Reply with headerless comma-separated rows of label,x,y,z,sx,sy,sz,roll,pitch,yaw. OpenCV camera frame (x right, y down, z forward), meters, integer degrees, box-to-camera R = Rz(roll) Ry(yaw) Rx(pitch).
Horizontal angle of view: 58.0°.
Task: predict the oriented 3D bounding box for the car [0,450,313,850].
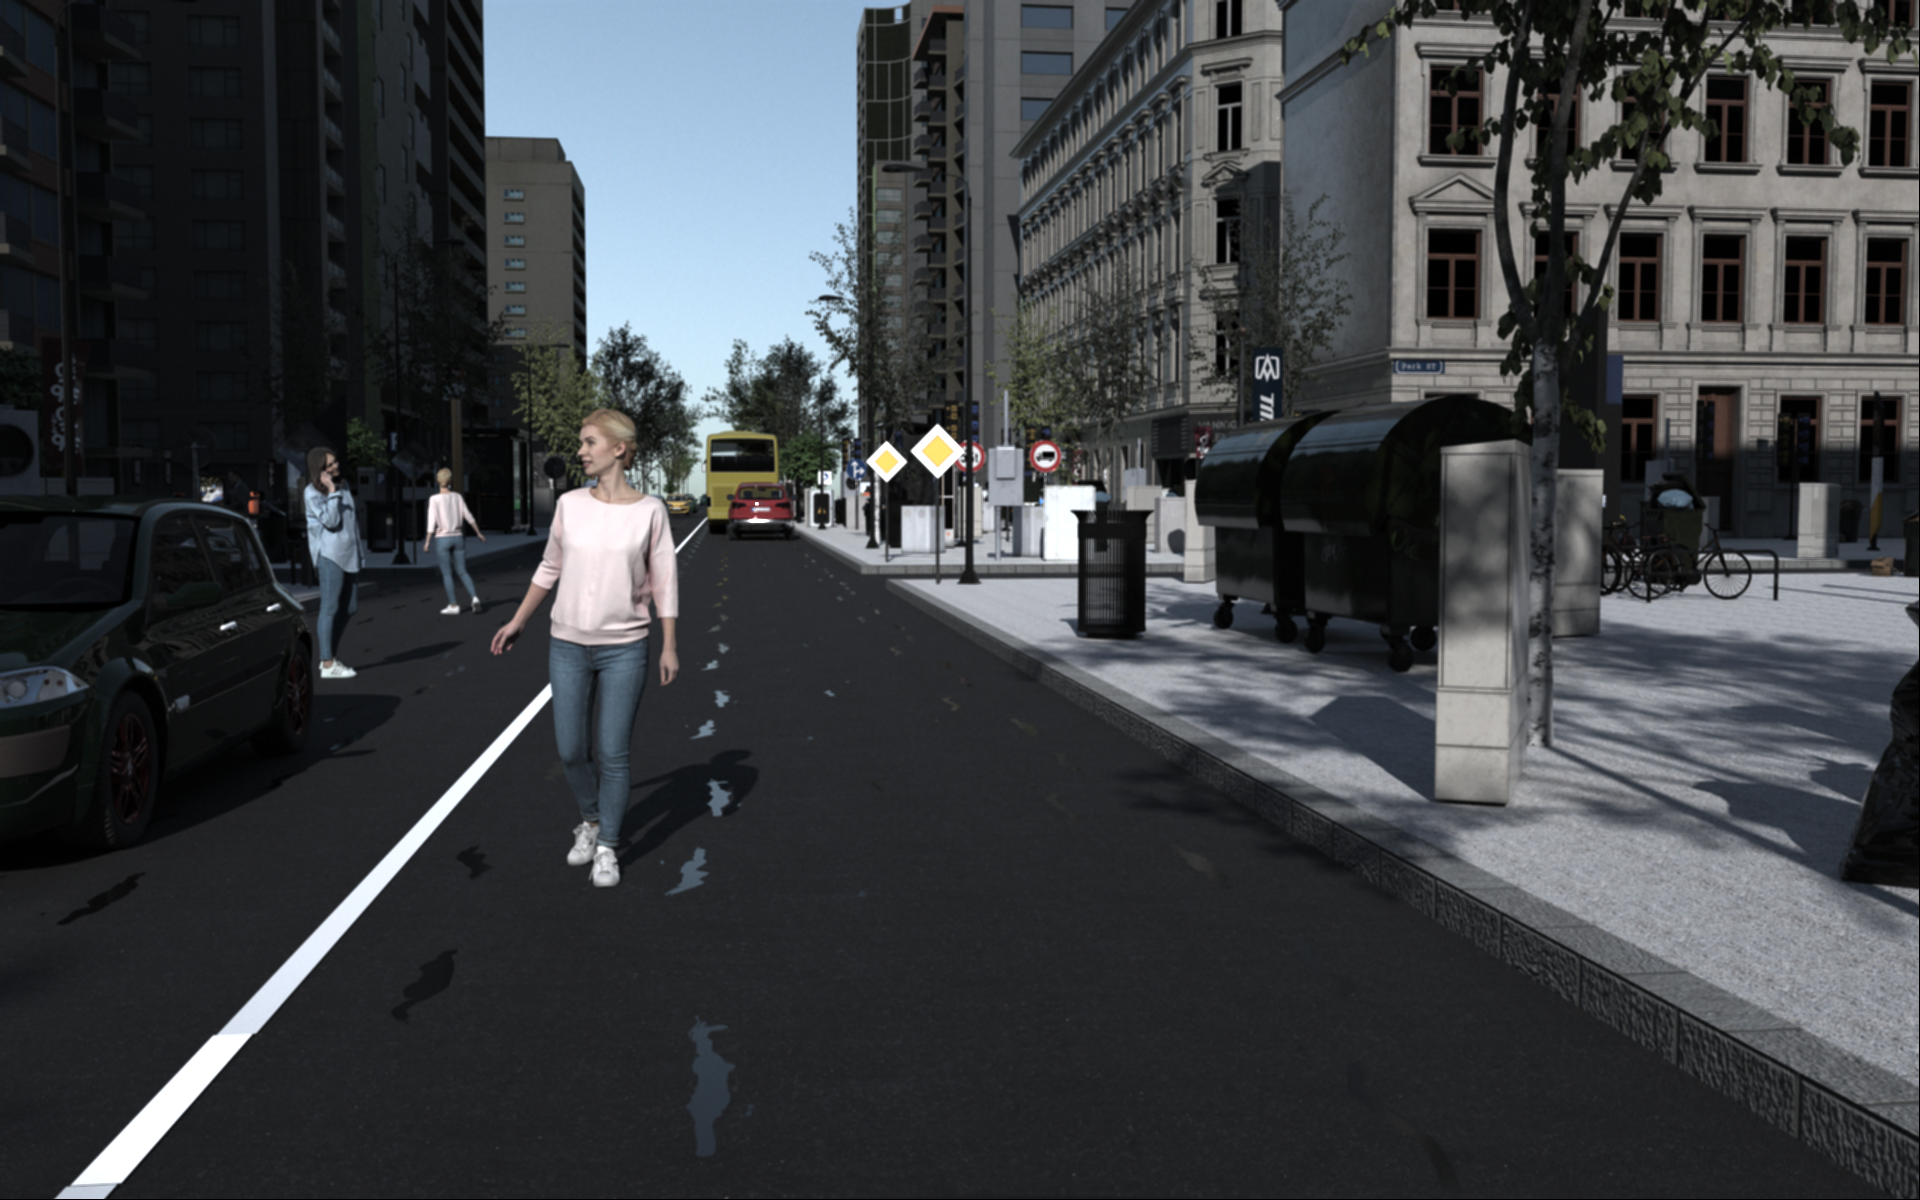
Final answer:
car,-4.335,0.102,8.117,2.009,1.686,4.222,0,4,-7

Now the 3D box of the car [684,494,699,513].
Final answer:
car,-20.740,-7.255,130.422,2.131,1.459,4.920,0,4,-7

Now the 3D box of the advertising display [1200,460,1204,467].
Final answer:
advertising display,4.881,-1.710,33.170,0.123,1.923,0.974,3,4,38

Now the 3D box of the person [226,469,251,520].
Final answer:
person,-11.802,-1.220,28.246,0.447,1.846,0.655,-1,4,-21

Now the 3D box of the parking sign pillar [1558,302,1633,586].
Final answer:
parking sign pillar,8.869,-2.217,24.718,1.447,3.967,1.447,-1,4,-14

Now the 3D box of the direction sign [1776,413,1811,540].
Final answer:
direction sign,23.301,-3.455,48.485,0.876,3.537,0.379,0,4,4

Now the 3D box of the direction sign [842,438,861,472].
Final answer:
direction sign,-4.372,-4.769,69.976,0.876,3.537,0.379,-2,4,-33

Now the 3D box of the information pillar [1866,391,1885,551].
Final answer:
information pillar,20.784,-2.929,39.251,0.183,3.616,0.504,1,4,10

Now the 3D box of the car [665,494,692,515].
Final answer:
car,-19.217,-6.555,117.394,2.015,1.641,3.980,-1,4,-9

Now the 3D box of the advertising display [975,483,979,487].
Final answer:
advertising display,0.599,-5.593,96.659,0.974,1.923,0.123,0,4,2

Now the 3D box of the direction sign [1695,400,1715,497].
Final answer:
direction sign,18.072,-3.063,42.073,0.876,3.537,0.379,-3,5,-41

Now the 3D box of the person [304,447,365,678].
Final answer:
person,-4.912,-0.293,13.550,0.793,1.790,0.793,-2,4,-24

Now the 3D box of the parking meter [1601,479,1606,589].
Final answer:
parking meter,8.595,-0.929,23.605,0.372,1.533,0.369,0,3,0

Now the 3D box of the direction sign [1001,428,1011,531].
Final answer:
direction sign,1.596,-4.157,59.966,0.379,3.537,0.876,-1,4,-19

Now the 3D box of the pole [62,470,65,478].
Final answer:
pole,-15.915,-2.264,30.861,0.158,3.312,0.155,0,3,0

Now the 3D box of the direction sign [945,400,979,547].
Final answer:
direction sign,0.044,-3.062,42.053,0.876,3.537,0.379,-1,4,-20

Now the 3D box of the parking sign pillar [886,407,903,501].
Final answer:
parking sign pillar,-1.949,-3.829,51.077,1.447,3.967,1.447,0,3,0

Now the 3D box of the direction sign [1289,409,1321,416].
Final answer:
direction sign,9.224,-3.327,46.400,0.876,3.537,0.379,0,4,-6

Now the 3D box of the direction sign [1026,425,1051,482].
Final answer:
direction sign,2.579,-3.985,57.158,0.876,3.537,0.379,-1,4,-18

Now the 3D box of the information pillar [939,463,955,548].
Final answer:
information pillar,-0.320,-2.231,40.971,0.304,2.012,0.304,-1,4,-18

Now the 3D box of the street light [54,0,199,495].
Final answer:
street light,-7.659,-2.654,15.941,1.470,5.913,1.316,0,4,-8

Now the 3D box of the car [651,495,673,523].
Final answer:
car,-12.497,-3.504,69.294,2.014,1.417,4.499,0,4,-8

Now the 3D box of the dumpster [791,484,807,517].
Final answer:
dumpster,-8.955,-5.442,94.737,1.264,1.857,1.865,0,4,-8

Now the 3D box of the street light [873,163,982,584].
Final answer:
street light,-0.404,-3.181,24.544,1.470,5.913,1.316,0,4,-8

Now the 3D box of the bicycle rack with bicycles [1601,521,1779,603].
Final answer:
bicycle rack with bicycles,8.591,-0.503,21.604,2.925,0.926,2.852,-1,4,-13

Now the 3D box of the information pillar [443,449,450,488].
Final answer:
information pillar,-25.517,-5.796,86.112,0.504,3.616,0.183,3,5,45

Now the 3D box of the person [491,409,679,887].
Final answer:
person,-1.394,0.163,6.501,0.731,1.740,0.598,0,4,-2

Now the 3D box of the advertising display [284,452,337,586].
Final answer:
advertising display,-9.082,-1.164,24.253,0.974,1.923,0.123,2,4,32

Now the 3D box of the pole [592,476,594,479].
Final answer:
pole,-21.795,-6.669,102.873,0.158,3.312,0.155,0,3,0

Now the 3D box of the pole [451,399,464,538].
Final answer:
pole,-10.783,-2.649,37.158,0.158,3.312,0.155,0,3,0

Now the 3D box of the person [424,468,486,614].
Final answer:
person,-5.955,-0.705,20.691,0.598,1.740,0.731,2,4,32

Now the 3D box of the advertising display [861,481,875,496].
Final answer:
advertising display,-4.612,-5.065,88.031,0.974,1.923,0.123,1,4,13

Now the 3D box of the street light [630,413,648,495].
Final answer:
street light,-18.883,-7.771,99.598,1.470,5.913,1.316,0,4,-8

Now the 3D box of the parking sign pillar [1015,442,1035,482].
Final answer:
parking sign pillar,3.526,-6.202,89.875,1.447,3.967,1.447,-1,4,-17

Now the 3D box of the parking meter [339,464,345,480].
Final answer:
parking meter,-12.105,-1.713,33.726,0.255,1.863,0.399,-1,4,-19

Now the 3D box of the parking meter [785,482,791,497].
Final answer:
parking meter,-8.627,-4.966,86.897,0.255,1.863,0.399,0,4,-6

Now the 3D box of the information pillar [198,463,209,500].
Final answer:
information pillar,-35.627,-5.522,81.645,0.504,3.616,0.183,-2,4,-30

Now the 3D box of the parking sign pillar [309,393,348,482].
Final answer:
parking sign pillar,-16.850,-3.509,45.837,1.447,3.967,1.447,2,4,27

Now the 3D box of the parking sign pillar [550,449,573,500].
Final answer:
parking sign pillar,-23.821,-7.040,103.576,1.447,3.967,1.447,-3,5,-43

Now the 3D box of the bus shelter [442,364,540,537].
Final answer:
bus shelter,-15.222,-4.805,56.193,2.179,5.291,8.768,0,4,-8

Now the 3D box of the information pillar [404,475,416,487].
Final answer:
information pillar,-20.798,-3.728,65.446,0.304,2.012,0.304,-3,4,-38

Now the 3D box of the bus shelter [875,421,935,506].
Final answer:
bus shelter,-1.853,-4.055,57.576,1.731,3.624,6.357,0,4,-8

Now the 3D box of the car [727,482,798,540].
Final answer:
car,-6.327,-2.857,55.381,2.281,1.827,5.304,0,4,-6

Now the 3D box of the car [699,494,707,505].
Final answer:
car,-32.725,-13.010,224.518,2.131,1.459,4.920,0,4,-6

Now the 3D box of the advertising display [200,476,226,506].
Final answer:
advertising display,-27.373,-3.563,63.475,0.974,1.923,0.123,1,4,12

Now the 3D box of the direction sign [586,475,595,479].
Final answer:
direction sign,-16.314,-5.220,77.348,0.876,3.537,0.379,1,4,18
